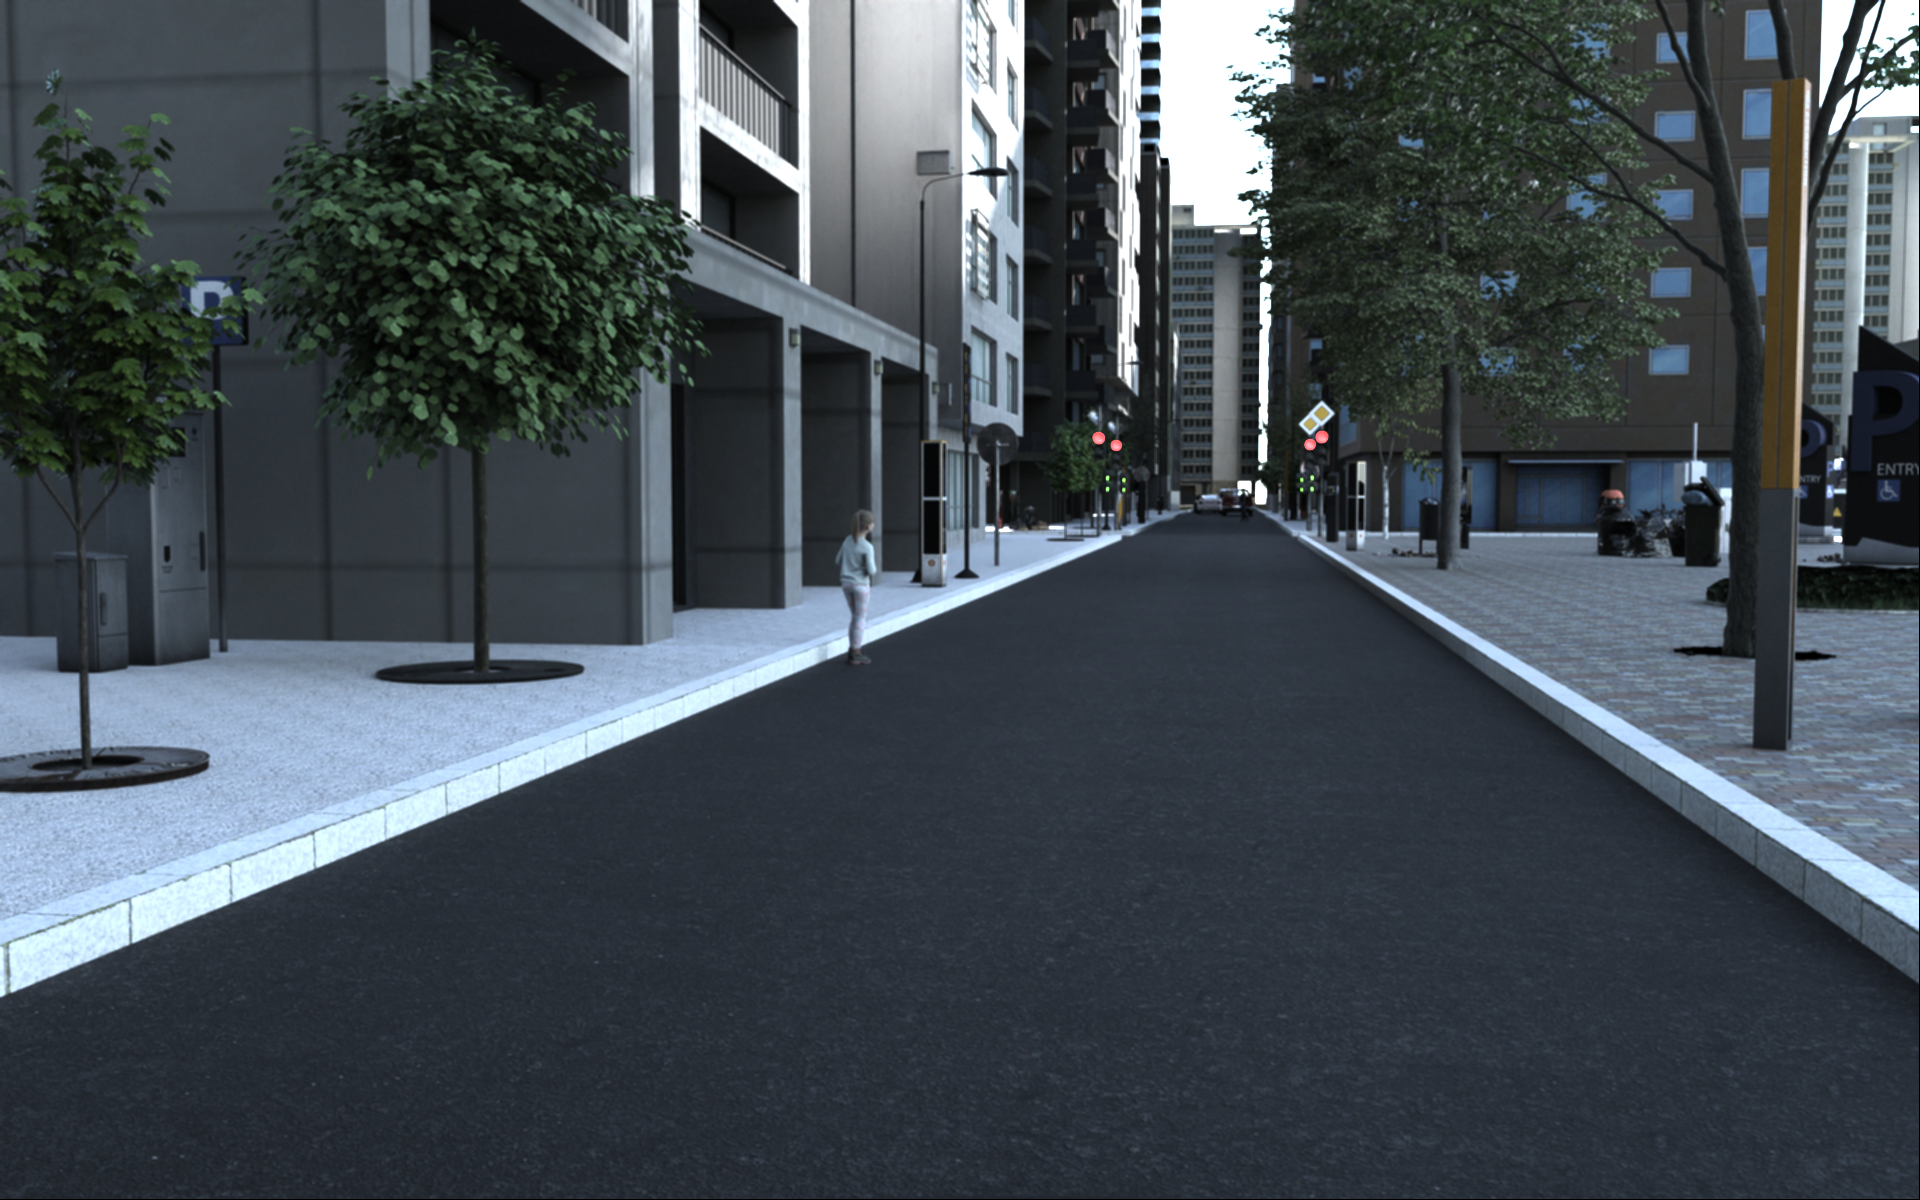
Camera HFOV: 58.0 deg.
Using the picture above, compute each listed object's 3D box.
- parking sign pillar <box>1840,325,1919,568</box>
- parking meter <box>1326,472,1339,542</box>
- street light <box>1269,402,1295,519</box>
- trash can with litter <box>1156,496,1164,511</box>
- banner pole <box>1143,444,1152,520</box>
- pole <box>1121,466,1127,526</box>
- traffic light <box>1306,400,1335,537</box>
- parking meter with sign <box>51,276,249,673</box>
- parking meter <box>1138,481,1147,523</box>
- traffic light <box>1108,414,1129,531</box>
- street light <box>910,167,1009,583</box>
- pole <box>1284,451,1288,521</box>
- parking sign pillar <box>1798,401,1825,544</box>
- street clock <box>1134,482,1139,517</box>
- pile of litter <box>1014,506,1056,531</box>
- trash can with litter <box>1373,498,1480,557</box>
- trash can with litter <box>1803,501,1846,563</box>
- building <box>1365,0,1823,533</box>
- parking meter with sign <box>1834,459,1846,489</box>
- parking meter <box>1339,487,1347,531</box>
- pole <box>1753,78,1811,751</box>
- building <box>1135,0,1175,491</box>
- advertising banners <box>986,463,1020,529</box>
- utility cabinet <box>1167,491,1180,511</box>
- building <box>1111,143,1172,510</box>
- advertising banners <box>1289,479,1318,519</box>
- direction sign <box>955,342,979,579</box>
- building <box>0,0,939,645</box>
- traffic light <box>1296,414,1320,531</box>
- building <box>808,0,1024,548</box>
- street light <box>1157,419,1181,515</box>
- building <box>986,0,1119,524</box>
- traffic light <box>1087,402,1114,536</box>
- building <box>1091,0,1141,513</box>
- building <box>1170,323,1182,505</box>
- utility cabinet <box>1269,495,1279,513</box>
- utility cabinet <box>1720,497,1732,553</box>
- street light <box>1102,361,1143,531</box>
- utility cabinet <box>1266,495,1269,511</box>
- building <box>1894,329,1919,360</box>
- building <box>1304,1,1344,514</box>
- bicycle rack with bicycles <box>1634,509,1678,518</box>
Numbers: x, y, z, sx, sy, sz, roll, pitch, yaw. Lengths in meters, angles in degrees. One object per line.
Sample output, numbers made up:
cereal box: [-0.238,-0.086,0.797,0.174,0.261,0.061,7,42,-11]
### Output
parking sign pillar: [14.690,-2.369,27.200,1.447,3.967,1.447,-3,4,-38]
parking meter: [9.962,-2.482,46.291,0.255,1.863,0.399,2,4,26]
street light: [16.226,-7.012,87.193,1.470,5.913,1.316,1,4,9]
trash can with litter: [15.202,-7.401,132.385,0.624,1.170,1.055,-1,4,-11]
banner pole: [9.248,-5.873,86.047,0.401,3.779,0.863,2,4,27]
pole: [6.552,-4.604,69.118,0.158,3.312,0.155,0,3,0]
traffic light: [10.815,-3.857,51.981,0.839,4.253,0.868,1,4,9]
parking meter with sign: [-6.144,-1.034,13.173,0.543,3.016,1.738,1,4,11]
parking meter: [7.947,-4.281,75.704,0.255,1.863,0.399,0,4,-5]
traffic light: [5.526,-4.401,60.880,0.839,4.253,0.868,1,4,9]
street light: [-0.006,-3.199,24.840,1.470,5.913,1.316,1,4,9]
pole: [15.523,-5.416,82.391,0.158,3.312,0.155,0,3,0]
parking sign pillar: [21.981,-3.457,44.988,1.447,3.967,1.447,-2,4,-35]
street clock: [10.100,-5.708,97.897,0.471,2.002,0.358,1,4,10]
pile of litter: [2.644,-2.894,61.275,1.719,0.858,1.176,-1,4,-15]
trash can with litter: [9.519,-1.515,35.825,1.678,1.210,2.233,-2,4,-27]
trash can with litter: [16.885,-1.332,32.840,1.678,1.210,2.233,1,4,15]
building: [21.526,-25.232,62.658,14.200,45.320,14.600,1,4,9]
parking meter with sign: [43.707,-5.443,85.252,0.543,3.016,1.738,-1,4,-16]
parking meter: [13.277,-3.144,59.811,0.372,1.533,0.369,0,3,0]
pole: [4.113,-0.907,8.665,0.158,3.312,0.155,0,3,0]
building: [9.587,-52.104,164.579,22.319,86.520,31.000,1,4,9]
advertising banners: [1.457,-4.117,63.507,0.090,3.025,2.074,-3,5,-40]
utility cabinet: [15.696,-7.256,127.322,0.318,1.500,1.173,3,5,42]
building: [10.136,-22.726,143.274,14.160,30.474,14.107,1,4,9]
advertising banners: [17.983,-5.767,90.482,0.090,3.025,2.074,-3,4,-36]
direction sign: [0.105,-2.103,26.374,0.379,3.537,0.876,0,4,6]
building: [-11.159,-35.841,24.246,20.563,71.187,20.611,1,4,9]
traffic light: [12.060,-4.339,59.869,0.839,4.253,0.868,1,4,9]
building: [-5.684,-22.059,44.266,14.086,41.232,14.154,1,4,9]
street light: [12.967,-8.251,107.437,1.470,5.913,1.316,1,4,9]
building: [-3.694,-26.384,86.006,22.147,44.769,28.867,1,4,9]
traffic light: [4.282,-3.919,52.992,0.839,4.253,0.868,1,4,9]
building: [-1.361,-32.582,121.955,28.713,52.752,27.495,1,4,9]
building: [10.431,-21.636,198.783,28.899,21.520,27.650,1,4,9]
utility cabinet: [21.480,-6.529,117.912,0.306,1.237,1.020,1,4,20]
utility cabinet: [16.440,-1.623,37.698,1.020,1.237,0.306,-1,4,-20]
street light: [5.695,-5.395,60.744,1.470,5.913,1.316,1,4,9]
utility cabinet: [23.463,-7.328,130.982,0.306,1.237,1.020,-1,4,-9]
building: [52.490,-45.789,61.319,31.000,86.520,22.319,1,4,9]
building: [33.017,-27.770,108.662,22.147,44.769,28.867,1,4,9]
bicycle rack with bicycles: [16.566,-1.672,40.713,2.852,0.926,2.925,-1,4,-15]
